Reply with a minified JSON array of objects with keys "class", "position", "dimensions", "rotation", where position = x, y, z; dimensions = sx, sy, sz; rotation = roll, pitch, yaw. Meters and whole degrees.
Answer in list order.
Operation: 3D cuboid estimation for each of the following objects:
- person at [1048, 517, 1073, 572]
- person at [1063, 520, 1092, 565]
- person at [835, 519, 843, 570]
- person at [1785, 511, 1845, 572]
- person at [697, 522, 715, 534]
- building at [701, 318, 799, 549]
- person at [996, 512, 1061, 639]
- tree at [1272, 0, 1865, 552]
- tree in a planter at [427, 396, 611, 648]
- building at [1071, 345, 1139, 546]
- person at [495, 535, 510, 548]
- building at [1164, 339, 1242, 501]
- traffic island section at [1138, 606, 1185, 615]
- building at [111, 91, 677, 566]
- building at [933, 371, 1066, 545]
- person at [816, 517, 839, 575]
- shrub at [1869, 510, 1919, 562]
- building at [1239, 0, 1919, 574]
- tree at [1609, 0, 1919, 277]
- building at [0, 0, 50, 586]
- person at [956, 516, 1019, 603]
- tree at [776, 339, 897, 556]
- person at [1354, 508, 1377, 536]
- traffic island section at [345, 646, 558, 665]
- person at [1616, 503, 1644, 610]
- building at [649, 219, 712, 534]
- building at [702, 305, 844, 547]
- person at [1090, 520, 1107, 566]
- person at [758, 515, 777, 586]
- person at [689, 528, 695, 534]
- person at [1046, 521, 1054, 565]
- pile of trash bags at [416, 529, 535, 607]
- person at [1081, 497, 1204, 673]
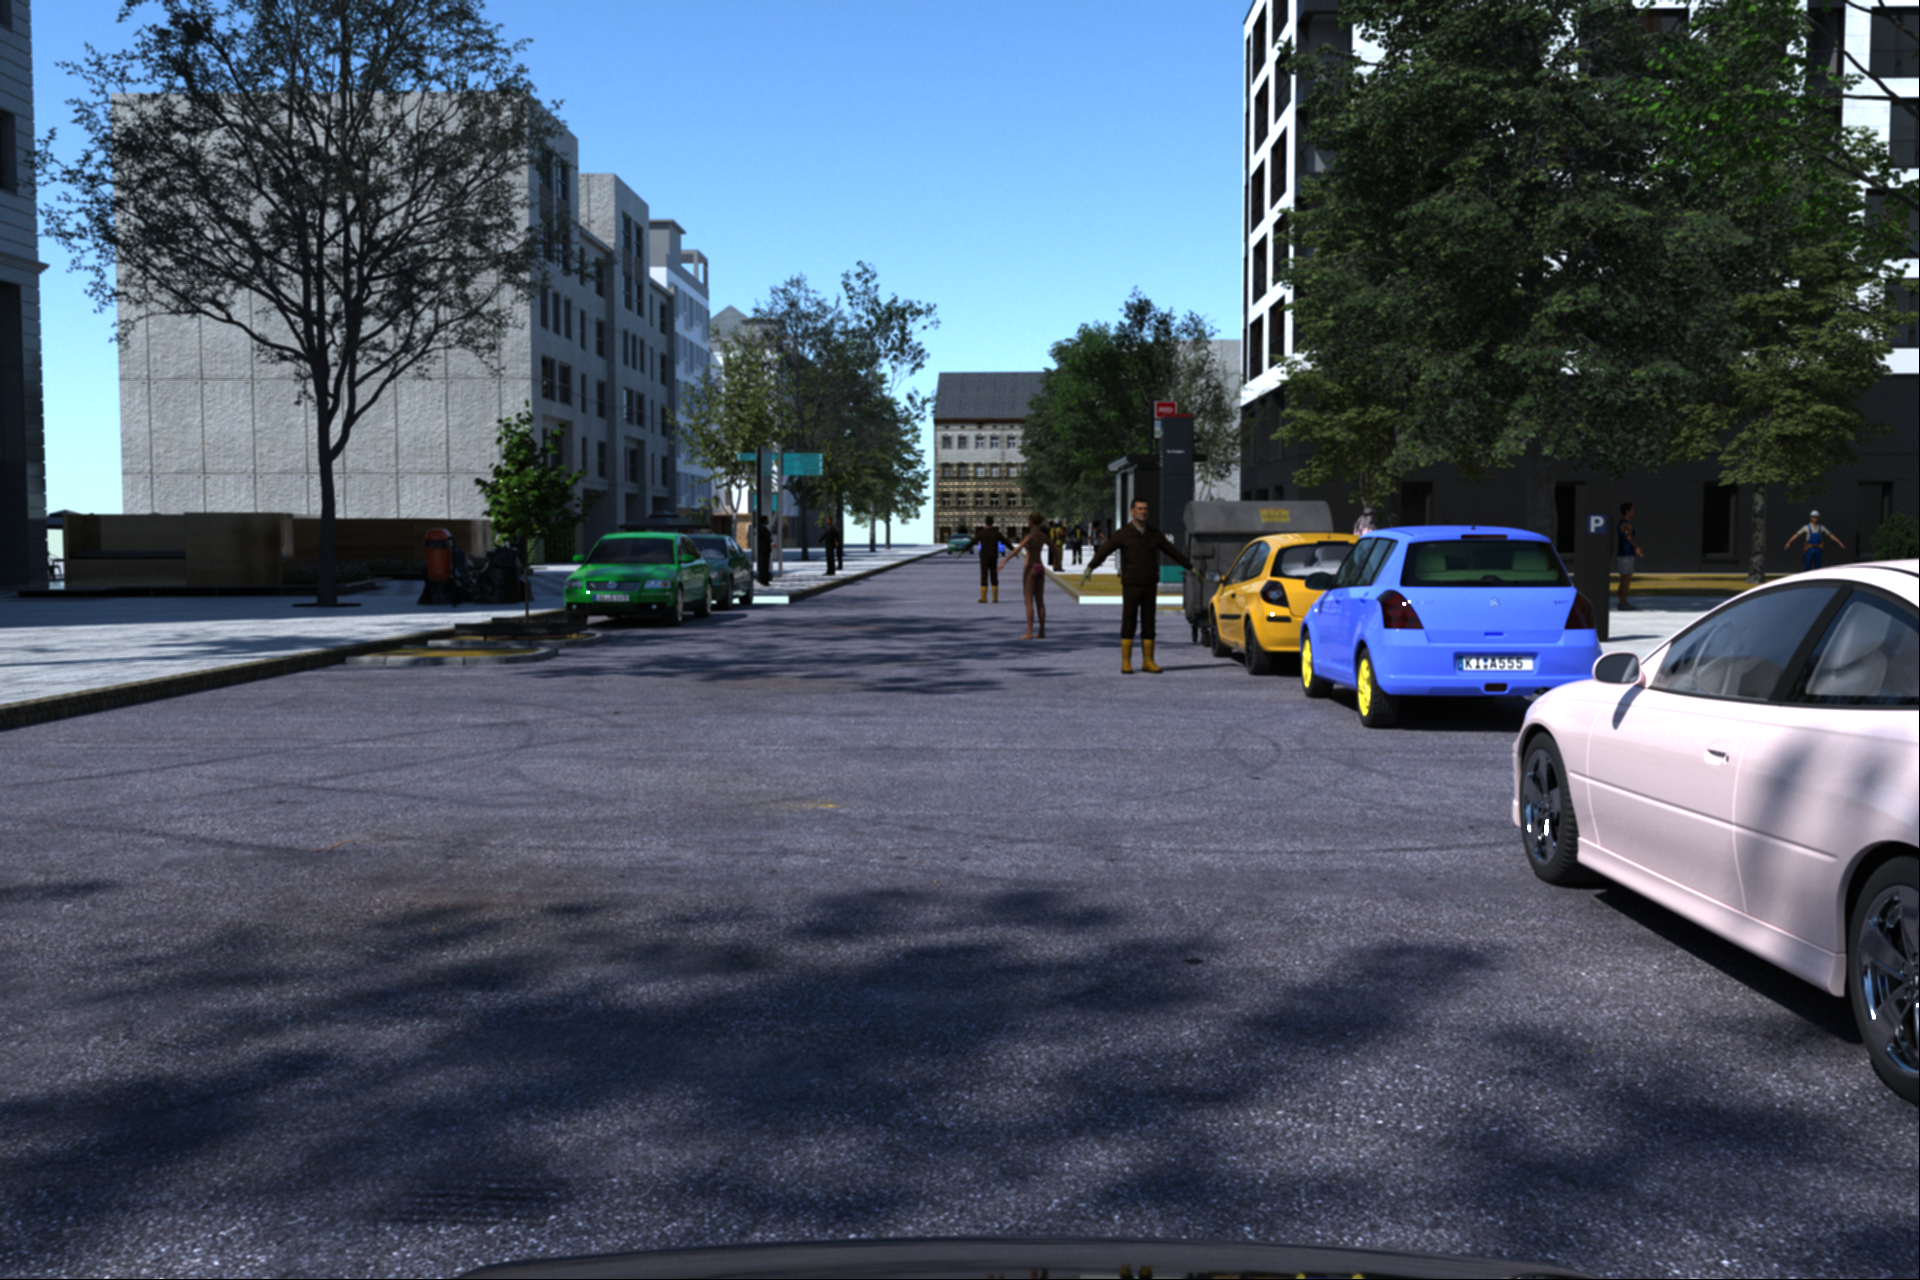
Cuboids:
[{"class":"person","position":[3.368,-3.262,59.098],"dimensions":[0.705,1.858,1.354],"rotation":[-2,4,-34]},{"class":"person","position":[4.942,-4.115,73.058],"dimensions":[1.354,1.856,0.705],"rotation":[-1,4,-9]},{"class":"person","position":[-4.362,-3.420,62.050],"dimensions":[0.705,1.813,1.348],"rotation":[0,4,2]},{"class":"person","position":[20.593,-2.196,41.767],"dimensions":[1.347,1.847,0.705],"rotation":[1,4,11]},{"class":"person","position":[-10.259,-3.904,70.100],"dimensions":[1.348,1.796,0.705],"rotation":[0,4,7]},{"class":"building","position":[-20.639,-18.126,152.781],"dimensions":[16.016,20.090,11.380],"rotation":[0,4,0]},{"class":"person","position":[0.965,-0.885,23.724],"dimensions":[1.217,1.733,0.721],"rotation":[-3,5,-44]},{"class":"tree","position":[10.005,-7.508,29.411],"dimensions":[9.857,13.997,8.962],"rotation":[0,3,0]},{"class":"tree in a planter","position":[-5.691,-1.556,22.661],"dimensions":[1.991,3.239,1.994],"rotation":[0,4,2]},{"class":"building","position":[26.463,-21.942,202.729],"dimensions":[27.936,21.610,32.646],"rotation":[0,4,1]},{"class":"person","position":[-18.022,-3.844,69.039],"dimensions":[0.705,1.806,1.347],"rotation":[2,4,35]},{"class":"building","position":[26.870,-18.313,165.880],"dimensions":[16.747,18.905,31.486],"rotation":[0,4,1]},{"class":"traffic island section","position":[4.206,-0.528,31.505],"dimensions":[1.991,0.108,1.994],"rotation":[0,4,2]},{"class":"building","position":[-25.267,-13.390,85.385],"dimensions":[16.747,18.905,31.486],"rotation":[0,4,1]},{"class":"building","position":[6.209,-24.448,233.114],"dimensions":[18.063,23.208,19.493],"rotation":[0,4,4]},{"class":"person","position":[-4.061,-2.914,53.861],"dimensions":[0.704,1.802,1.346],"rotation":[-2,4,-32]},{"class":"shrub","position":[29.296,-3.034,54.021],"dimensions":[1.690,2.028,1.600],"rotation":[0,3,0]},{"class":"building","position":[25.300,-13.916,71.502],"dimensions":[27.936,21.610,32.646],"rotation":[0,4,1]},{"class":"tree","position":[9.402,-5.449,14.843],"dimensions":[9.928,11.665,9.643],"rotation":[0,3,0]},{"class":"building","position":[-28.218,-15.294,27.550],"dimensions":[11.434,29.767,29.804],"rotation":[0,4,1]},{"class":"person","position":[0.599,-1.683,36.116],"dimensions":[1.346,1.812,0.704],"rotation":[-1,4,-15]},{"class":"tree","position":[-7.153,-11.177,100.872],"dimensions":[7.486,12.596,7.792],"rotation":[0,3,0]},{"class":"person","position":[7.236,-1.476,30.841],"dimensions":[0.551,1.740,0.621],"rotation":[3,5,45]},{"class":"traffic island section","position":[-5.720,0.182,19.886],"dimensions":[1.991,0.108,1.994],"rotation":[0,4,1]},{"class":"person","position":[11.295,-1.415,29.306],"dimensions":[0.704,1.807,1.345],"rotation":[1,4,9]},{"class":"building","position":[-22.203,-15.231,105.453],"dimensions":[16.016,20.090,11.380],"rotation":[0,4,1]},{"class":"building","position":[-21.866,-21.074,175.487],"dimensions":[19.493,23.208,18.063],"rotation":[0,4,1]},{"class":"person","position":[5.508,-3.860,69.252],"dimensions":[0.704,1.843,1.345],"rotation":[-2,4,-28]},{"class":"person","position":[-4.718,-2.192,42.567],"dimensions":[0.721,1.740,1.216],"rotation":[-1,4,-21]},{"class":"person","position":[-7.186,-2.288,46.682],"dimensions":[0.991,1.433,0.599],"rotation":[-2,4,-31]},{"class":"person","position":[3.772,-3.958,70.896],"dimensions":[0.705,1.806,1.347],"rotation":[-1,4,-21]},{"class":"pile of trash bags","position":[-9.065,-1.346,31.763],"dimensions":[1.912,1.369,3.447],"rotation":[0,4,1]},{"class":"person","position":[1.859,-0.567,17.860],"dimensions":[1.346,1.812,0.704],"rotation":[-1,4,-15]}]
